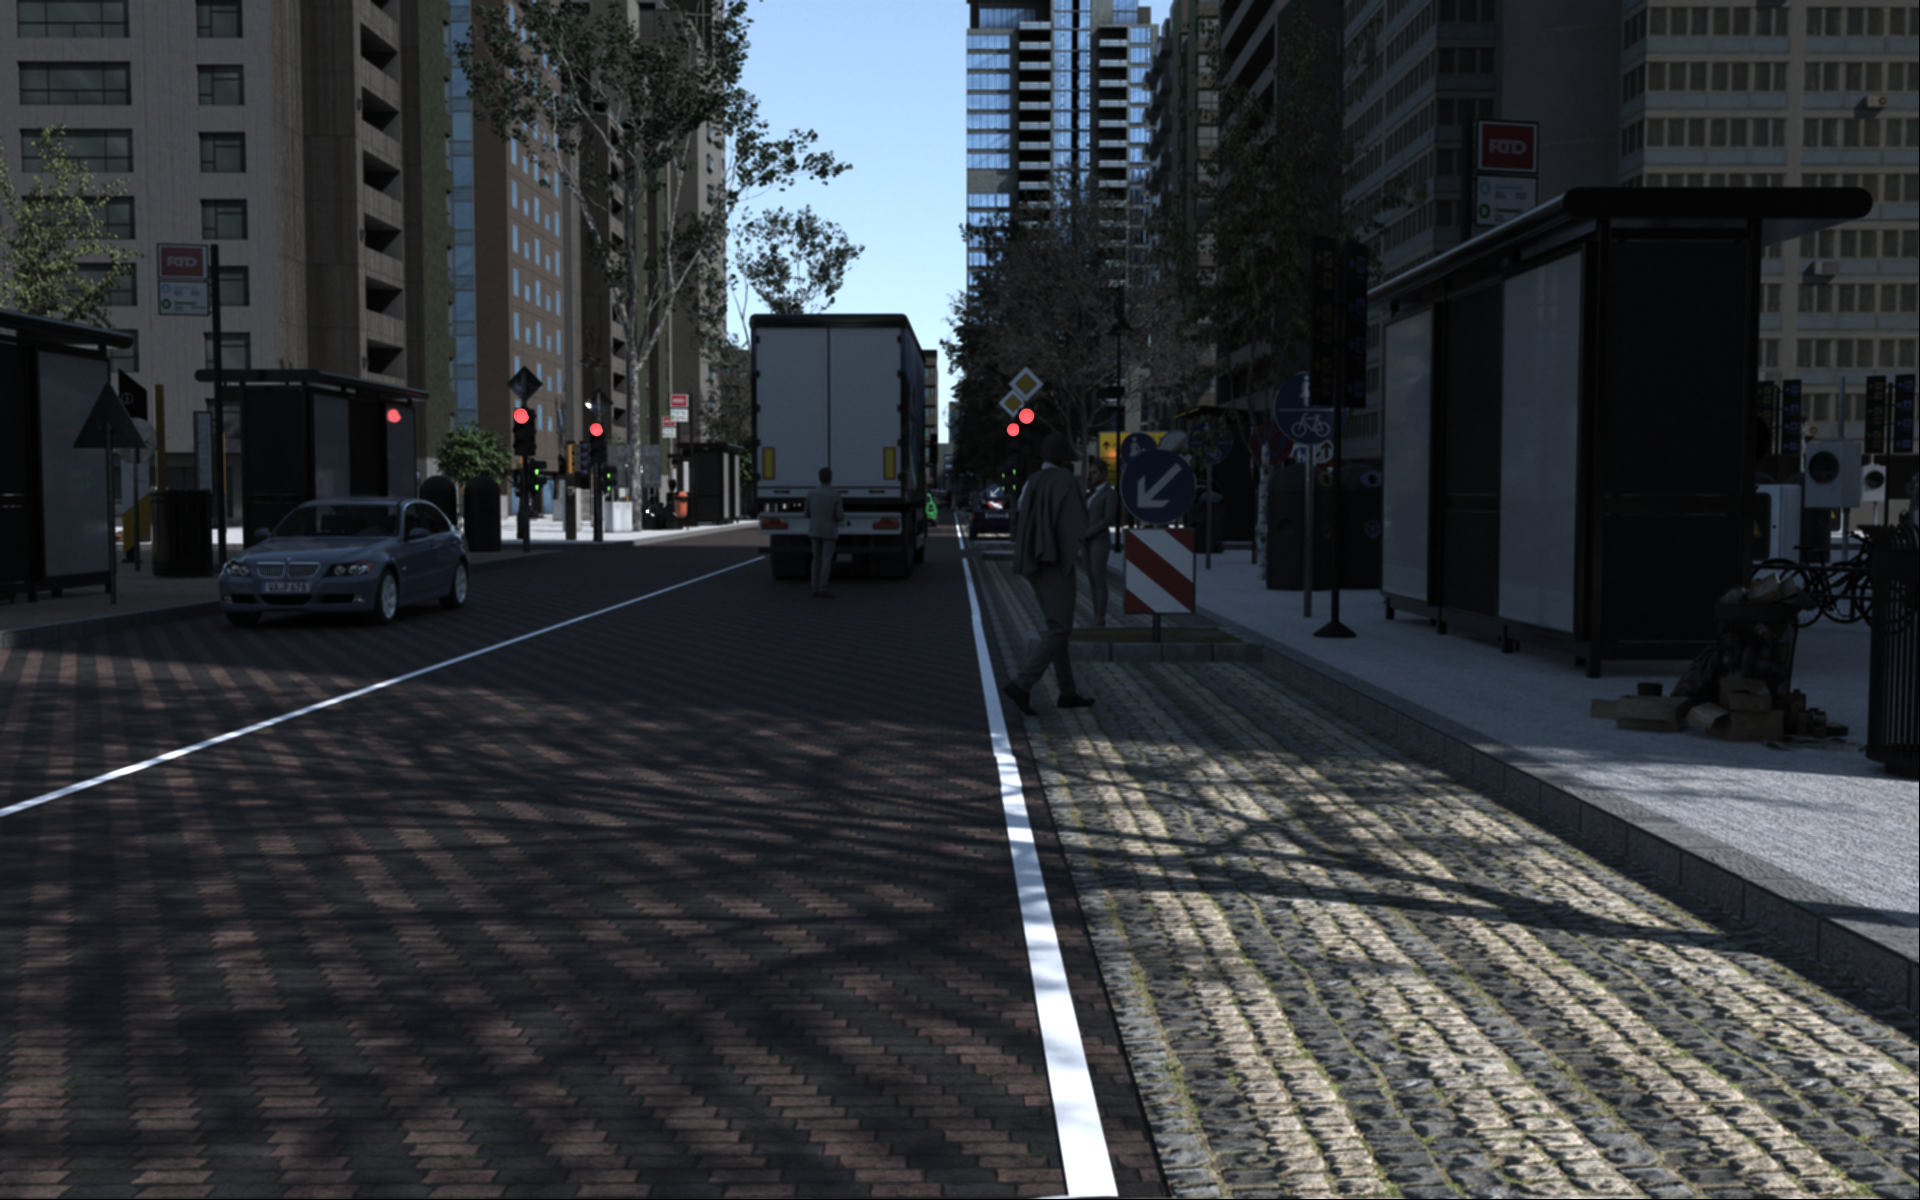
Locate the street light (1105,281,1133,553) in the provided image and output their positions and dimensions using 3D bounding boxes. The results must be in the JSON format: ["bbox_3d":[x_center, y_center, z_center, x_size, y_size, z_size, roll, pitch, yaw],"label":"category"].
[{"bbox_3d":[3.455,-3.973,37.747,0.468,5.910,1.993,0,4,0],"label":"street light"}]

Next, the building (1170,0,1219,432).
[{"bbox_3d":[24.479,-28.223,145.048,14.154,41.232,14.086,0,4,0],"label":"building"}]

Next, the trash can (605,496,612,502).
[{"bbox_3d":[-22.251,-5.952,108.968,0.748,1.137,0.748,0,3,0],"label":"trash can"}]

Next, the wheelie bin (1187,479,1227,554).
[{"bbox_3d":[5.337,-1.813,37.556,0.693,1.594,0.980,-2,4,-33],"label":"wheelie bin"}]

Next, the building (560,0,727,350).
[{"bbox_3d":[-42.276,-48.281,227.637,20.611,71.187,20.563,0,4,0],"label":"building"}]

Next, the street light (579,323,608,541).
[{"bbox_3d":[-9.911,-4.536,46.953,0.468,5.910,1.993,0,4,0],"label":"street light"}]

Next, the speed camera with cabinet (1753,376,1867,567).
[{"bbox_3d":[14.319,-2.164,29.710,0.660,3.252,2.038,-2,4,-31],"label":"speed camera with cabinet"}]

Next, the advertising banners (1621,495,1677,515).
[{"bbox_3d":[10.435,-1.830,26.112,2.074,3.025,0.090,-2,4,-24],"label":"advertising banners"}]

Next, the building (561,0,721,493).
[{"bbox_3d":[-35.765,-33.511,171.605,21.600,48.544,21.300,0,4,0],"label":"building"}]

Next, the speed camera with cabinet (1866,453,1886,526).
[{"bbox_3d":[27.688,-3.648,53.984,2.038,3.252,0.660,1,4,14],"label":"speed camera with cabinet"}]

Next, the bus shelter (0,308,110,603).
[{"bbox_3d":[-11.720,-2.469,18.004,2.179,5.291,8.768,0,4,0],"label":"bus shelter"}]

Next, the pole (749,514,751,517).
[{"bbox_3d":[-11.855,-6.362,97.860,0.158,3.312,0.155,0,3,0],"label":"pole"}]

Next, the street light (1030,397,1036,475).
[{"bbox_3d":[3.262,-6.510,79.225,0.468,5.910,1.993,0,4,0],"label":"street light"}]

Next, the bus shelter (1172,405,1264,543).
[{"bbox_3d":[7.218,-3.520,48.839,1.731,3.624,6.357,0,4,0],"label":"bus shelter"}]

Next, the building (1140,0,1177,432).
[{"bbox_3d":[29.466,-33.516,167.588,23.786,49.044,30.456,0,4,0],"label":"building"}]

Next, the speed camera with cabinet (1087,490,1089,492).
[{"bbox_3d":[4.627,-4.748,71.960,0.660,3.252,2.038,-2,4,-29],"label":"speed camera with cabinet"}]

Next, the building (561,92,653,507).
[{"bbox_3d":[-31.330,-21.792,128.003,14.160,30.474,14.107,0,4,0],"label":"building"}]

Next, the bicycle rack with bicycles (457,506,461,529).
[{"bbox_3d":[-17.660,-2.793,59.042,2.852,0.926,2.925,-1,4,-16],"label":"bicycle rack with bicycles"}]

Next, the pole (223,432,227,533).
[{"bbox_3d":[-24.164,-3.849,56.767,0.158,3.312,0.155,0,3,0],"label":"pole"}]

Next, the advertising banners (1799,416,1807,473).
[{"bbox_3d":[18.469,-2.581,38.383,0.090,3.025,2.074,3,5,39],"label":"advertising banners"}]

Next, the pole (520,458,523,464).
[{"bbox_3d":[-24.602,-6.322,97.206,0.158,3.312,0.155,0,3,0],"label":"pole"}]

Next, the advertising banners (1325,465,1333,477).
[{"bbox_3d":[17.289,-4.970,77.449,2.074,3.025,0.090,1,4,13],"label":"advertising banners"}]

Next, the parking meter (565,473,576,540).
[{"bbox_3d":[-10.851,-2.603,48.265,0.255,1.863,0.399,-1,4,-19],"label":"parking meter"}]

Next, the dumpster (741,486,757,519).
[{"bbox_3d":[-11.248,-5.163,90.179,1.264,1.857,1.865,0,4,0],"label":"dumpster"}]

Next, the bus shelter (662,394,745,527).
[{"bbox_3d":[-10.525,-5.768,71.931,2.179,5.291,8.768,0,4,0],"label":"bus shelter"}]

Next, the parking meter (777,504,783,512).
[{"bbox_3d":[-10.949,-5.924,105.268,0.372,1.533,0.369,0,3,0],"label":"parking meter"}]

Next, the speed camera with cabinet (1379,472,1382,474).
[{"bbox_3d":[17.328,-4.840,73.469,0.660,3.252,2.038,-3,4,-36],"label":"speed camera with cabinet"}]

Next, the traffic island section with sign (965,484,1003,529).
[{"bbox_3d":[1.312,-3.836,71.344,1.989,1.847,2.006,0,4,0],"label":"traffic island section with sign"}]

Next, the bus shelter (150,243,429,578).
[{"bbox_3d":[-11.769,-3.235,30.522,2.179,5.291,8.768,0,4,0],"label":"bus shelter"}]

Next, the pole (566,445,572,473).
[{"bbox_3d":[-16.200,-4.769,71.819,0.158,3.312,0.155,0,3,0],"label":"pole"}]

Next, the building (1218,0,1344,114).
[{"bbox_3d":[27.730,-29.384,104.134,21.300,48.544,21.600,0,4,0],"label":"building"}]

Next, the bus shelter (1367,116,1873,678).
[{"bbox_3d":[5.166,-2.357,16.175,2.179,5.291,8.768,0,4,0],"label":"bus shelter"}]

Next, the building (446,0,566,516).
[{"bbox_3d":[-32.586,-27.812,104.840,14.600,45.320,14.200,0,4,0],"label":"building"}]

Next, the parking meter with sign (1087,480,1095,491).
[{"bbox_3d":[7.292,-6.161,97.001,1.738,3.016,0.543,1,4,21],"label":"parking meter with sign"}]

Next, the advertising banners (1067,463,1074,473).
[{"bbox_3d":[5.766,-6.325,99.595,2.074,3.025,0.090,3,5,44],"label":"advertising banners"}]

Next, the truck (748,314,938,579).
[{"bbox_3d":[-1.958,-2.668,32.535,2.839,4.237,11.283,0,4,1],"label":"truck"}]

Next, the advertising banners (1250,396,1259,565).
[{"bbox_3d":[5.424,-2.179,31.810,0.090,3.025,2.074,1,4,14],"label":"advertising banners"}]

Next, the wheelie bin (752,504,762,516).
[{"bbox_3d":[-12.057,-5.831,103.249,0.980,1.594,0.693,3,4,38],"label":"wheelie bin"}]

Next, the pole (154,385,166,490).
[{"bbox_3d":[-14.932,-2.356,32.367,0.158,3.312,0.155,0,3,0],"label":"pole"}]

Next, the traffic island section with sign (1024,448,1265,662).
[{"bbox_3d":[1.594,-0.429,15.647,1.989,1.847,2.006,0,4,0],"label":"traffic island section with sign"}]

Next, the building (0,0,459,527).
[{"bbox_3d":[-30.275,-18.408,72.665,14.160,30.474,14.107,0,4,0],"label":"building"}]

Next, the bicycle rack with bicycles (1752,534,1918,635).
[{"bbox_3d":[8.780,-0.194,16.559,2.852,0.926,2.925,-2,4,-29],"label":"bicycle rack with bicycles"}]

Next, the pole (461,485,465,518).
[{"bbox_3d":[-26.312,-5.987,91.726,0.158,3.312,0.155,0,3,0],"label":"pole"}]

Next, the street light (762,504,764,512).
[{"bbox_3d":[-10.231,-7.146,89.627,0.468,5.910,1.993,0,4,0],"label":"street light"}]

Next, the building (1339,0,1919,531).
[{"bbox_3d":[30.415,-23.444,75.184,23.993,40.220,32.217,0,4,0],"label":"building"}]

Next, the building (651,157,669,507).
[{"bbox_3d":[-32.158,-22.653,142.080,14.160,30.474,14.107,0,4,0],"label":"building"}]

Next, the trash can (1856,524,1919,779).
[{"bbox_3d":[4.492,0.230,7.900,0.748,1.137,0.748,0,3,0],"label":"trash can"}]

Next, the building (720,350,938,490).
[{"bbox_3d":[-17.500,-23.716,232.797,28.899,21.520,27.650,0,4,0],"label":"building"}]

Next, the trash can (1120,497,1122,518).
[{"bbox_3d":[7.231,-3.865,74.846,0.748,1.137,0.748,0,3,0],"label":"trash can"}]

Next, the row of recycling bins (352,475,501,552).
[{"bbox_3d":[-12.018,-1.924,38.568,3.534,1.692,1.069,0,4,-6],"label":"row of recycling bins"}]

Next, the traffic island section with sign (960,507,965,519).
[{"bbox_3d":[1.166,-5.484,98.298,1.989,1.847,2.006,0,4,0],"label":"traffic island section with sign"}]

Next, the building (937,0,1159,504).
[{"bbox_3d":[12.502,-55.985,228.019,31.000,86.520,22.319,0,4,0],"label":"building"}]
